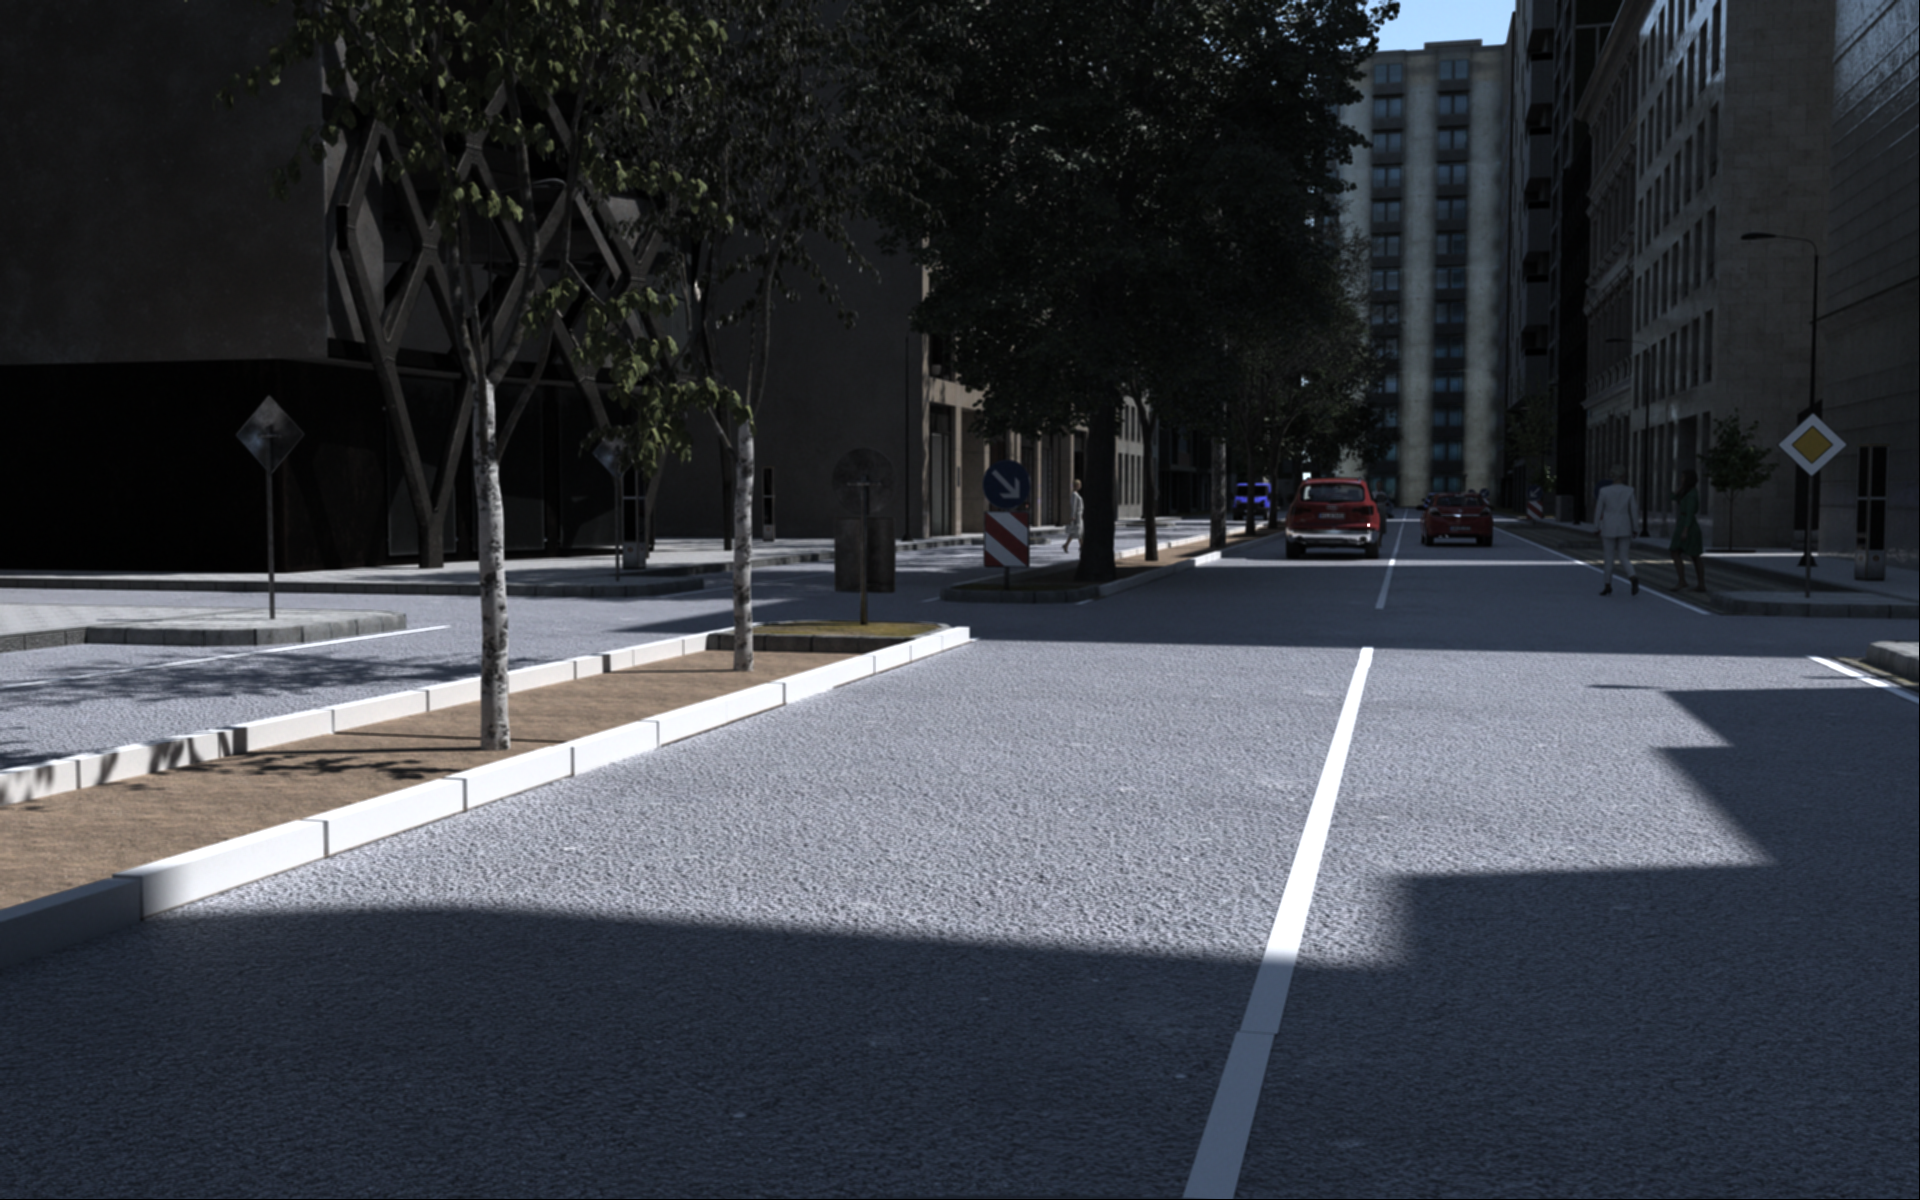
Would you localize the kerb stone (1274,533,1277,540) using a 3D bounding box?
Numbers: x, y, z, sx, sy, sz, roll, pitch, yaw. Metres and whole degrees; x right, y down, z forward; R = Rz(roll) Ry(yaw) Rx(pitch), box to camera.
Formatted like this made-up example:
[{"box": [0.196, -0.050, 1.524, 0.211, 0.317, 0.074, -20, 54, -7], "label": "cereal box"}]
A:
[{"box": [9.611, -1.913, 53.472, 0.120, 0.150, 1.000, 1, 4, 15], "label": "kerb stone"}]

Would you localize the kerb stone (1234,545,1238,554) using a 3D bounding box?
[{"box": [6.512, -1.184, 41.564, 0.120, 0.150, 1.000, 1, 4, 15], "label": "kerb stone"}]

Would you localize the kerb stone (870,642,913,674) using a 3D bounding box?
[{"box": [-0.607, 0.486, 14.255, 0.120, 0.150, 1.000, 1, 4, 15], "label": "kerb stone"}]

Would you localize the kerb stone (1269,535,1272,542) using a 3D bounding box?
[{"box": [9.093, -1.790, 51.486, 0.120, 0.150, 1.000, 1, 4, 15], "label": "kerb stone"}]

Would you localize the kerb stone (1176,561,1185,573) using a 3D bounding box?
[{"box": [3.936, -0.576, 31.653, 0.120, 0.150, 1.000, 1, 4, 15], "label": "kerb stone"}]

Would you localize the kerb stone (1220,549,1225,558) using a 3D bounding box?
[{"box": [5.736, -1.003, 38.596, 0.120, 0.150, 1.000, 1, 4, 15], "label": "kerb stone"}]

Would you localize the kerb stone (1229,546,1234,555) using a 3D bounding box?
[{"box": [6.256, -1.123, 40.574, 0.120, 0.150, 1.000, 1, 4, 15], "label": "kerb stone"}]

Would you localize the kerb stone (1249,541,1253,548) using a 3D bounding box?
[{"box": [7.537, -1.426, 45.533, 0.120, 0.150, 1.000, 1, 4, 15], "label": "kerb stone"}]

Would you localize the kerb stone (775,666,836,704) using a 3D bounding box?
[{"box": [-1.118, 0.607, 12.275, 0.120, 0.150, 1.000, 1, 4, 15], "label": "kerb stone"}]

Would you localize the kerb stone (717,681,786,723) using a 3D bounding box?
[{"box": [-1.386, 0.671, 11.288, 0.120, 0.150, 1.000, 1, 4, 15], "label": "kerb stone"}]

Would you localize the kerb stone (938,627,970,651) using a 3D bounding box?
[{"box": [-0.092, 0.365, 16.235, 0.120, 0.150, 1.000, 1, 4, 15], "label": "kerb stone"}]

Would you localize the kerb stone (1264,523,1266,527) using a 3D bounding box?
[{"box": [13.021, -3.222, 74.875, 0.120, 0.150, 1.000, 1, 4, 15], "label": "kerb stone"}]

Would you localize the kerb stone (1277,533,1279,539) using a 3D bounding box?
[{"box": [9.868, -1.973, 54.462, 0.120, 0.150, 1.000, 1, 4, 15], "label": "kerb stone"}]

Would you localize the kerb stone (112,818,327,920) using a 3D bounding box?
[{"box": [-2.677, 0.971, 6.316, 0.120, 0.150, 1.000, 1, 4, 15], "label": "kerb stone"}]

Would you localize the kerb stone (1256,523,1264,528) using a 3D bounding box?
[{"box": [12.751, -3.160, 73.889, 0.120, 0.150, 1.000, 1, 4, 15], "label": "kerb stone"}]

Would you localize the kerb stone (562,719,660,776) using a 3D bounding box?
[{"box": [-1.894, 0.792, 9.305, 0.120, 0.150, 1.000, 1, 4, 15], "label": "kerb stone"}]

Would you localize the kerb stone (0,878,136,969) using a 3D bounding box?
[{"box": [-2.928, 1.039, 5.325, 0.120, 0.150, 1.000, 1, 4, 15], "label": "kerb stone"}]

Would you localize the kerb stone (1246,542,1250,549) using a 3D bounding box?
[{"box": [7.283, -1.362, 44.533, 0.120, 0.150, 1.000, 1, 4, 15], "label": "kerb stone"}]

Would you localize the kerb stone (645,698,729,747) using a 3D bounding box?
[{"box": [-1.635, 0.728, 10.293, 0.120, 0.150, 1.000, 1, 4, 15], "label": "kerb stone"}]

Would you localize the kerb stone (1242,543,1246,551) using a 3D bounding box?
[{"box": [7.031, -1.306, 43.542, 0.120, 0.150, 1.000, 1, 4, 15], "label": "kerb stone"}]

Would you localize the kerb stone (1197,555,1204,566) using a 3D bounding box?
[{"box": [4.700, -0.761, 34.633, 0.120, 0.150, 1.000, 1, 4, 15], "label": "kerb stone"}]

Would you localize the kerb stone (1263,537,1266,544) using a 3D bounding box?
[{"box": [8.581, -1.666, 49.506, 0.120, 0.150, 1.000, 1, 4, 15], "label": "kerb stone"}]

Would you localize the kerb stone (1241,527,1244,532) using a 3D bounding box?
[{"box": [10.434, -2.614, 64.944, 0.120, 0.150, 1.000, 1, 4, 15], "label": "kerb stone"}]

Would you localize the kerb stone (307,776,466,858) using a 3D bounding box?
[{"box": [-2.418, 0.912, 7.316, 0.120, 0.150, 1.000, 1, 4, 15], "label": "kerb stone"}]

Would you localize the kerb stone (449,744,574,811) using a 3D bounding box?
[{"box": [-2.157, 0.849, 8.314, 0.120, 0.150, 1.000, 1, 4, 15], "label": "kerb stone"}]

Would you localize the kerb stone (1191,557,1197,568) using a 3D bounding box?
[{"box": [4.442, -0.696, 33.634, 0.120, 0.150, 1.000, 1, 4, 15], "label": "kerb stone"}]

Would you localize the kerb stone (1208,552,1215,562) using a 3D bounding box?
[{"box": [5.218, -0.882, 36.611, 0.120, 0.150, 1.000, 1, 4, 15], "label": "kerb stone"}]

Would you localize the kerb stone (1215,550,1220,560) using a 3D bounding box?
[{"box": [5.480, -0.943, 37.606, 0.120, 0.150, 1.000, 1, 4, 15], "label": "kerb stone"}]

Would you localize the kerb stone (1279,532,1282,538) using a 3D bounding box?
[{"box": [10.126, -2.033, 55.463, 0.120, 0.150, 1.000, 1, 4, 15], "label": "kerb stone"}]

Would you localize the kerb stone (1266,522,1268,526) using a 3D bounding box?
[{"box": [13.279, -3.282, 75.870, 0.120, 0.150, 1.000, 1, 4, 15], "label": "kerb stone"}]

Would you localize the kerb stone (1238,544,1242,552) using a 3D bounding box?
[{"box": [6.767, -1.245, 42.554, 0.120, 0.150, 1.000, 1, 4, 15], "label": "kerb stone"}]

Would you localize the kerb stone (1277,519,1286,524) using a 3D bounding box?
[{"box": [16.122, -3.951, 86.790, 0.120, 0.150, 1.000, 1, 4, 15], "label": "kerb stone"}]

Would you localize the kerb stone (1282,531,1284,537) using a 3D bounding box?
[{"box": [10.387, -2.095, 56.455, 0.120, 0.150, 1.000, 1, 4, 15], "label": "kerb stone"}]

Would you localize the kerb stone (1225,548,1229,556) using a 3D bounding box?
[{"box": [5.990, -1.064, 39.586, 0.120, 0.150, 1.000, 1, 4, 15], "label": "kerb stone"}]

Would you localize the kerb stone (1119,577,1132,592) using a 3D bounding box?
[{"box": [2.377, -0.214, 25.702, 0.120, 0.150, 1.000, 1, 4, 15], "label": "kerb stone"}]

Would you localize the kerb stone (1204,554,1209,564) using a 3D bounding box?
[{"box": [4.957, -0.818, 35.623, 0.120, 0.150, 1.000, 1, 4, 15], "label": "kerb stone"}]

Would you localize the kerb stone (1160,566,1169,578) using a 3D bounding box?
[{"box": [3.408, -0.455, 29.672, 0.120, 0.150, 1.000, 1, 4, 15], "label": "kerb stone"}]

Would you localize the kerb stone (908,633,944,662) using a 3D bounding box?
[{"box": [-0.348, 0.427, 15.246, 0.120, 0.150, 1.000, 1, 4, 15], "label": "kerb stone"}]

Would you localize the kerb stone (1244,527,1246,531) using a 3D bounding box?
[{"box": [10.686, -2.675, 65.937, 0.120, 0.150, 1.000, 1, 4, 15], "label": "kerb stone"}]

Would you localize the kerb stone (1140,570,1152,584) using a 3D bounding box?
[{"box": [2.900, -0.336, 27.687, 0.120, 0.150, 1.000, 1, 4, 15], "label": "kerb stone"}]

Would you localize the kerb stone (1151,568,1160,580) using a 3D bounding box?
[{"box": [3.143, -0.397, 28.685, 0.120, 0.150, 1.000, 1, 4, 15], "label": "kerb stone"}]

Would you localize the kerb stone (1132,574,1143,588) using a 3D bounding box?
[{"box": [2.640, -0.266, 26.698, 0.120, 0.150, 1.000, 1, 4, 15], "label": "kerb stone"}]

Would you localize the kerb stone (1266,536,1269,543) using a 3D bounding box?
[{"box": [8.840, -1.729, 50.495, 0.120, 0.150, 1.000, 1, 4, 15], "label": "kerb stone"}]

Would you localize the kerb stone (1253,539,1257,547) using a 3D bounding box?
[{"box": [7.802, -1.488, 46.526, 0.120, 0.150, 1.000, 1, 4, 15], "label": "kerb stone"}]

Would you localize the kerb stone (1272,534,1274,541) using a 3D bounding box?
[{"box": [9.353, -1.846, 52.475, 0.120, 0.150, 1.000, 1, 4, 15], "label": "kerb stone"}]

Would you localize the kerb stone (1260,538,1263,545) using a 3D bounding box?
[{"box": [8.316, -1.609, 48.508, 0.120, 0.150, 1.000, 1, 4, 15], "label": "kerb stone"}]

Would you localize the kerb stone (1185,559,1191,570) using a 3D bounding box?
[{"box": [4.183, -0.639, 32.645, 0.120, 0.150, 1.000, 1, 4, 15], "label": "kerb stone"}]

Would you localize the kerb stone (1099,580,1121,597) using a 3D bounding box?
[{"box": [2.118, -0.150, 24.705, 0.120, 0.150, 1.000, 1, 4, 15], "label": "kerb stone"}]

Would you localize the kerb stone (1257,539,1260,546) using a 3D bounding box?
[{"box": [8.059, -1.544, 47.519, 0.120, 0.150, 1.000, 1, 4, 15], "label": "kerb stone"}]

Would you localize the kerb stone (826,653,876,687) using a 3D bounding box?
[{"box": [-0.868, 0.548, 13.267, 0.120, 0.150, 1.000, 1, 4, 15], "label": "kerb stone"}]

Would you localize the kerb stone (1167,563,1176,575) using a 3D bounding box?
[{"box": [3.662, -0.518, 30.668, 0.120, 0.150, 1.000, 1, 4, 15], "label": "kerb stone"}]
